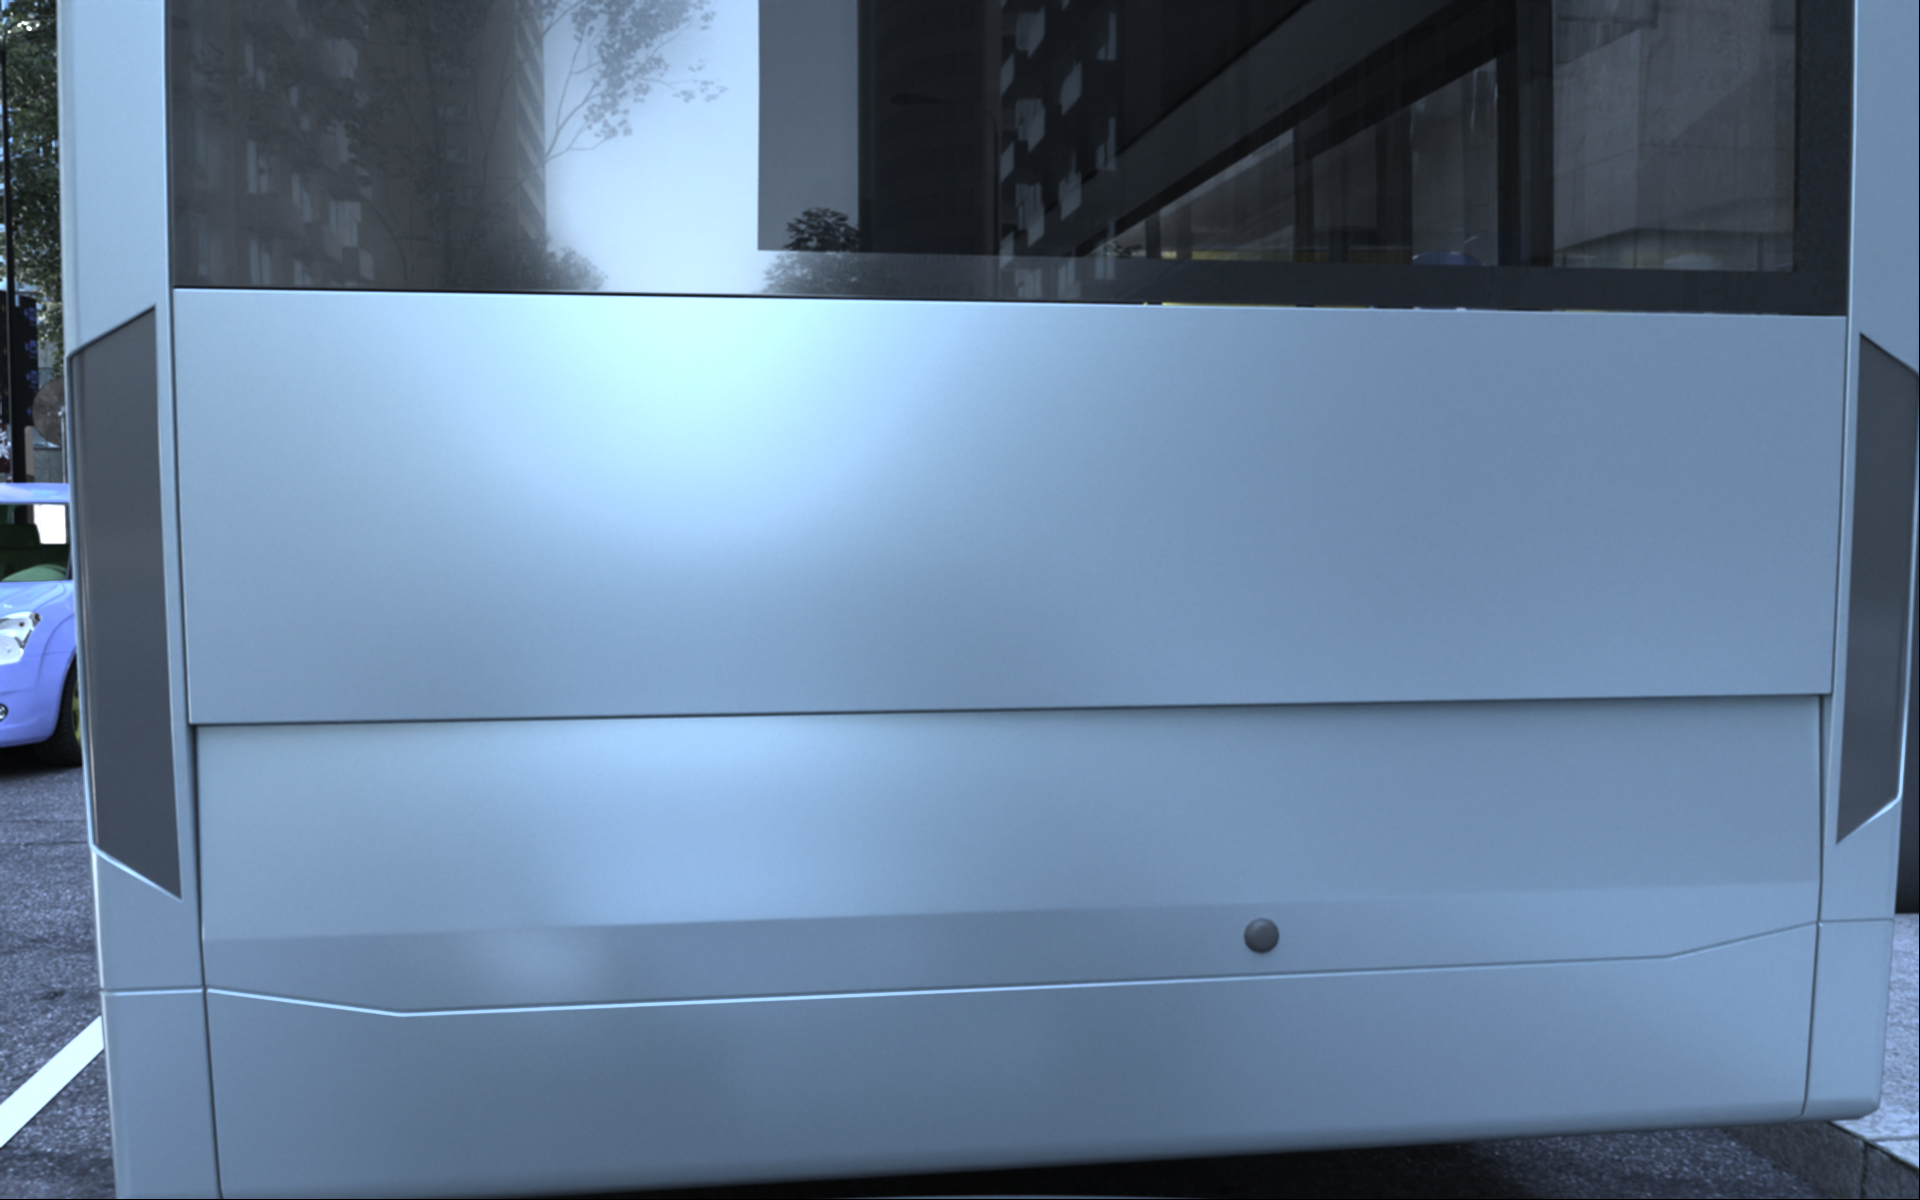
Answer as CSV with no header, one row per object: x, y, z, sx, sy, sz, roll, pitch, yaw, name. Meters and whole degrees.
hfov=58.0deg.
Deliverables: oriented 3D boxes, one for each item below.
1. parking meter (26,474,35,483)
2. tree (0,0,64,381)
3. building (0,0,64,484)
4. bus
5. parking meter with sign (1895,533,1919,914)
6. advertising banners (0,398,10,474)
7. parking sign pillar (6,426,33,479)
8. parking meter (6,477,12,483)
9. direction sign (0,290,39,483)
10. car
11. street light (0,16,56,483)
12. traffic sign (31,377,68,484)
-24.877,-2.477,46.212,0.399,1.863,0.255,-3,5,-41,parking meter
-12.386,-7.540,29.941,9.857,13.997,8.962,0,3,0,tree
-37.358,-47.216,84.655,22.319,86.520,31.000,-1,4,-9,building
-0.838,-0.856,8.863,2.948,3.499,13.247,-1,4,-9,bus
2.986,-0.568,5.547,0.543,3.016,1.738,0,4,-2,parking meter with sign
-12.598,-1.586,22.124,0.090,3.025,2.074,0,4,-2,advertising banners
-35.587,-4.715,65.569,1.447,3.967,1.447,0,4,-1,parking sign pillar
-31.453,-3.168,57.505,0.255,1.863,0.399,0,4,-6,parking meter
-10.675,-1.695,19.709,0.379,3.537,0.876,0,4,-4,direction sign
-5.592,-0.032,10.109,1.945,1.707,3.694,-1,4,-8,car
-8.513,-2.695,16.605,1.470,5.913,1.316,-1,4,-9,street light
-9.732,-1.149,18.894,0.768,2.556,0.104,0,4,-2,traffic sign
